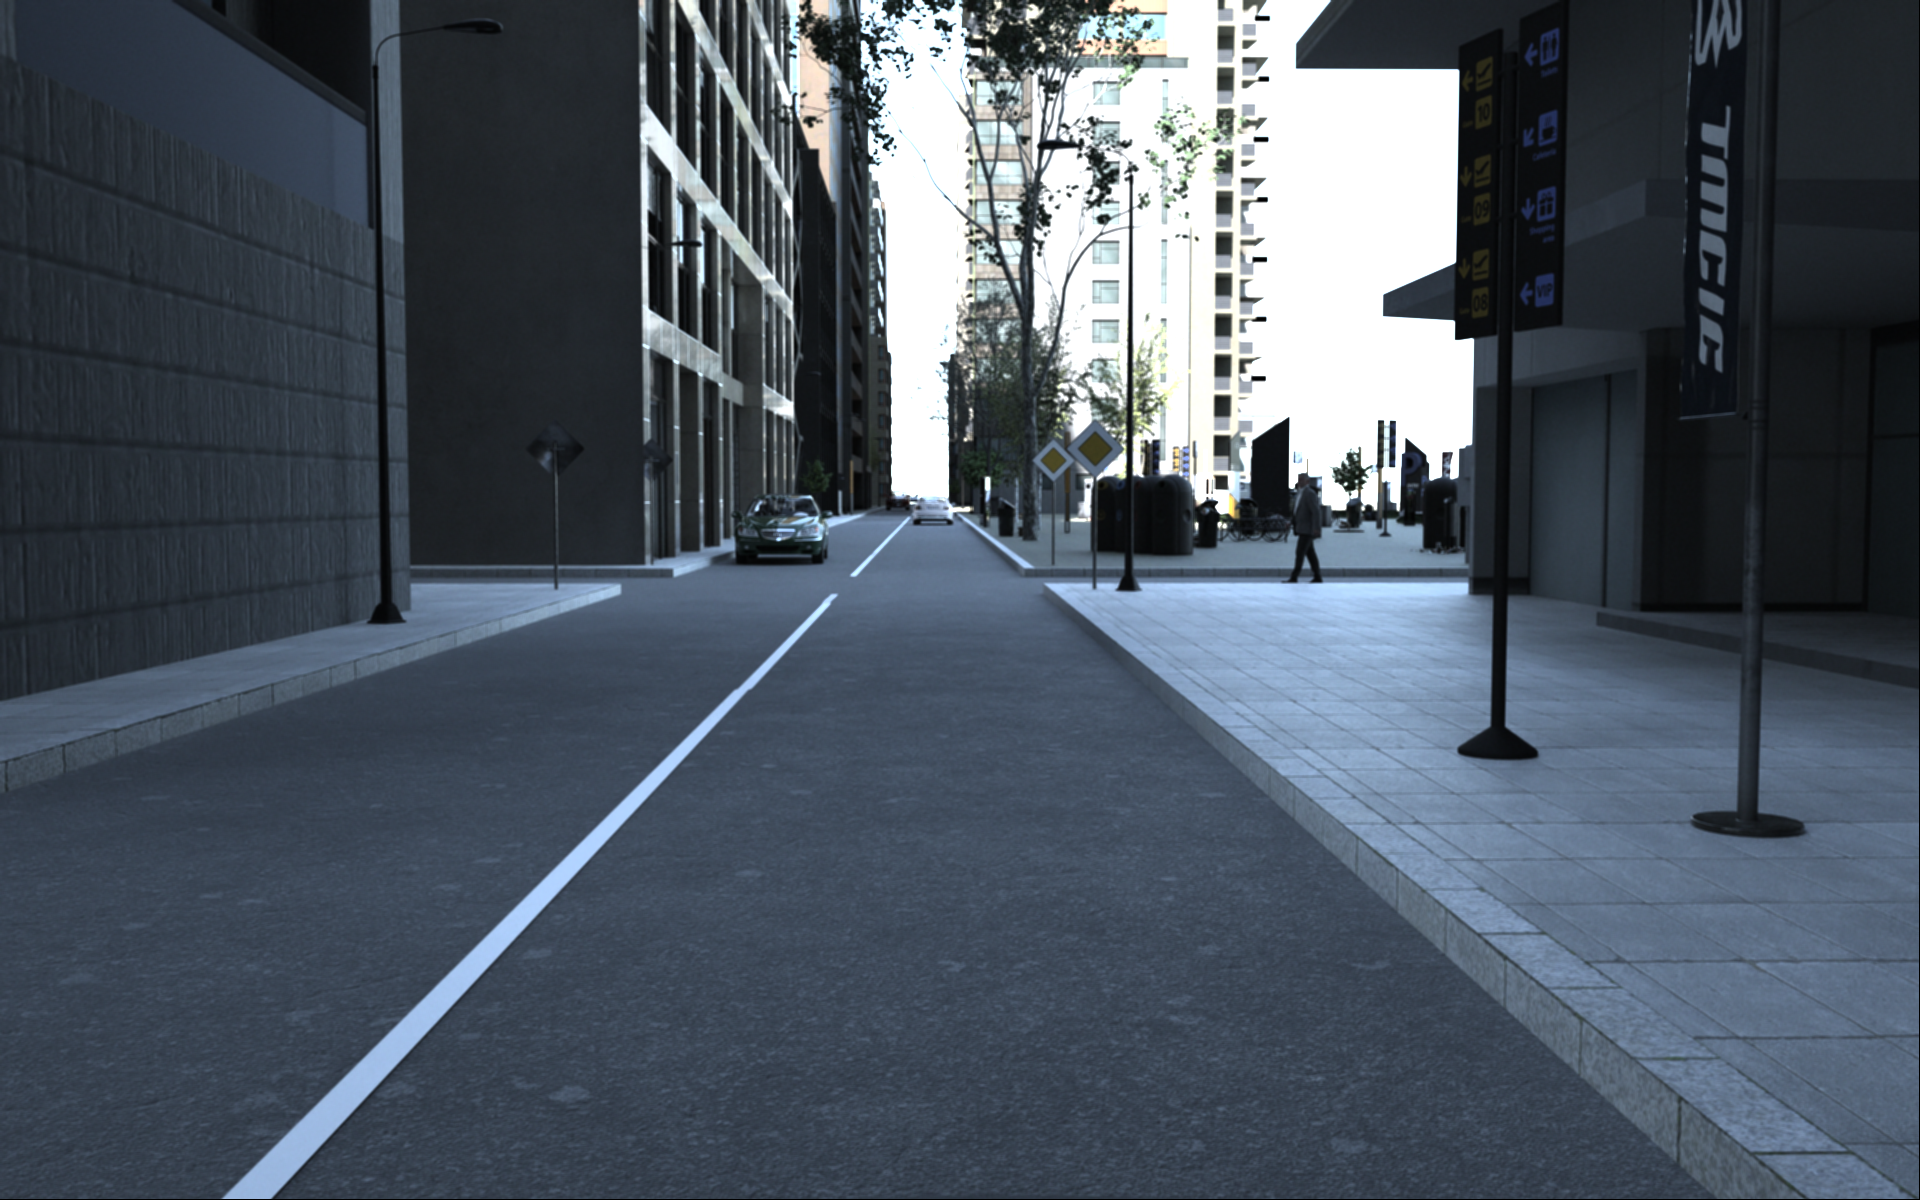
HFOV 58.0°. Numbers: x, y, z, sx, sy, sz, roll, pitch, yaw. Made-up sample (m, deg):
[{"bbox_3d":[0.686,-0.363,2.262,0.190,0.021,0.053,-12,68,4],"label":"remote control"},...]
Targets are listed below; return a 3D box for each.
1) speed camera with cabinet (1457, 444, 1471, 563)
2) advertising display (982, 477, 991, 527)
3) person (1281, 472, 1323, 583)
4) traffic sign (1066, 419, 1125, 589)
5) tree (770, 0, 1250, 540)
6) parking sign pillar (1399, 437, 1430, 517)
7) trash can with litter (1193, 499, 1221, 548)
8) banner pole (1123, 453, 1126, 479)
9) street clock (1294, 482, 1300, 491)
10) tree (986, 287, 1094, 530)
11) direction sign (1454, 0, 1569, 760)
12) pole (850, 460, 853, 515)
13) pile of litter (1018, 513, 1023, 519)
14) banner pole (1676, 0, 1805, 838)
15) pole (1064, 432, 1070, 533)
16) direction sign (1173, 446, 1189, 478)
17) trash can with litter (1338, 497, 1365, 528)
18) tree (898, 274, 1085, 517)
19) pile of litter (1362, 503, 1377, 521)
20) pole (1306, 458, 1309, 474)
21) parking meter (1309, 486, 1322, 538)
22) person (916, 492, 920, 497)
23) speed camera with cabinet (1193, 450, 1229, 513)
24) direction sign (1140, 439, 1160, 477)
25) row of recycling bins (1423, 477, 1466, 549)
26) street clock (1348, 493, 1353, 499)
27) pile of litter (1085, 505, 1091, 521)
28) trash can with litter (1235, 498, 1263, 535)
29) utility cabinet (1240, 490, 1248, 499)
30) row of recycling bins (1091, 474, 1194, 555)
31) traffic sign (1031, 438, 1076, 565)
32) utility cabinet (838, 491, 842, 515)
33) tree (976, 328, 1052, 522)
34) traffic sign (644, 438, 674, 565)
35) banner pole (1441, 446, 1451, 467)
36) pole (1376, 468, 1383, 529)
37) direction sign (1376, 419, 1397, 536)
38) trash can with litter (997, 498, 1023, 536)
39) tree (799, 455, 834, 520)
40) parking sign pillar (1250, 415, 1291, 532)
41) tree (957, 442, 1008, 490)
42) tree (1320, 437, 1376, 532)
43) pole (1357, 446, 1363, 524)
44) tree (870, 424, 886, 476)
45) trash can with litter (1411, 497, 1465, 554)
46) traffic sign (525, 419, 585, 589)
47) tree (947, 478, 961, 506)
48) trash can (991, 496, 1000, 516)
[{"bbox_3d":[10.145,-2.279,31.592,2.038,3.252,0.660,3,5,43],"label":"speed camera with cabinet"},{"bbox_3d":[1.023,-3.775,66.932,0.123,1.923,0.974,1,4,13],"label":"advertising display"},{"bbox_3d":[5.320,-1.110,27.042,0.834,1.777,0.661,-1,4,-22],"label":"person"},{"bbox_3d":[1.815,-1.205,23.338,0.795,2.450,0.064,0,4,-1],"label":"traffic sign"},{"bbox_3d":[1.186,-11.645,46.291,12.611,20.169,13.585,0,3,0],"label":"tree"},{"bbox_3d":[21.107,-5.636,80.614,1.447,3.967,1.447,-2,4,-34],"label":"parking sign pillar"},{"bbox_3d":[5.777,-1.851,41.651,0.624,1.170,1.055,-2,4,-30],"label":"trash can with litter"},{"bbox_3d":[9.198,-6.508,96.425,0.401,3.779,0.863,1,4,21],"label":"banner pole"},{"bbox_3d":[20.758,-6.237,106.548,0.358,2.002,0.471,3,5,43],"label":"street clock"},{"bbox_3d":[2.836,-6.847,62.315,4.360,8.622,3.978,0,3,0],"label":"tree"},{"bbox_3d":[2.651,-1.005,8.436,0.379,3.537,0.876,-1,4,-16],"label":"direction sign"},{"bbox_3d":[-6.572,-6.794,104.922,0.158,3.312,0.155,0,3,0],"label":"pole"},{"bbox_3d":[3.343,-4.605,89.255,1.719,0.858,1.176,-2,4,-34],"label":"pile of litter"},{"bbox_3d":[3.012,-1.025,6.771,0.401,3.779,0.863,0,4,-3],"label":"banner pole"},{"bbox_3d":[3.540,-3.870,57.114,0.158,3.312,0.155,0,3,0],"label":"pole"},{"bbox_3d":[10.462,-5.512,82.120,0.876,3.537,0.379,3,4,37],"label":"direction sign"},{"bbox_3d":[14.690,-3.282,65.044,0.624,1.170,1.055,3,5,45],"label":"trash can with litter"},{"bbox_3d":[1.710,-11.368,96.231,12.009,13.543,11.850,0,3,0],"label":"tree"},{"bbox_3d":[19.349,-4.201,82.650,1.719,0.858,1.176,0,4,0],"label":"pile of litter"},{"bbox_3d":[19.368,-6.283,96.577,0.158,3.312,0.155,0,3,0],"label":"pole"},{"bbox_3d":[10.431,-2.595,50.845,0.372,1.533,0.369,0,3,0],"label":"parking meter"},{"bbox_3d":[-6.500,-15.634,264.133,1.348,1.822,0.705,-2,4,-35],"label":"person"},{"bbox_3d":[11.498,-5.171,78.884,2.038,3.252,0.660,-3,5,-39],"label":"speed camera with cabinet"},{"bbox_3d":[7.891,-4.892,71.984,0.876,3.537,0.379,2,4,35],"label":"direction sign"},{"bbox_3d":[12.251,-2.129,41.918,1.069,1.692,3.534,3,4,38],"label":"row of recycling bins"},{"bbox_3d":[22.975,-5.958,101.982,0.358,2.002,0.471,3,5,42],"label":"street clock"},{"bbox_3d":[6.678,-4.234,83.198,1.176,0.858,1.719,-1,4,-17],"label":"pile of litter"},{"bbox_3d":[9.117,-2.624,54.289,0.624,1.170,1.055,3,4,39],"label":"trash can with litter"},{"bbox_3d":[15.729,-5.478,98.237,1.173,1.500,0.318,-1,4,-11],"label":"utility cabinet"},{"bbox_3d":[3.967,-1.877,37.810,1.069,1.692,3.534,-2,4,-24],"label":"row of recycling bins"},{"bbox_3d":[1.687,-1.693,31.322,0.795,2.450,0.064,0,4,-1],"label":"traffic sign"},{"bbox_3d":[-7.490,-5.880,104.819,0.318,1.500,1.173,-2,4,-26],"label":"utility cabinet"},{"bbox_3d":[2.774,-7.808,78.026,4.737,8.622,4.395,0,3,0],"label":"tree"},{"bbox_3d":[-5.557,-1.687,31.226,0.795,2.450,0.064,0,4,-1],"label":"traffic sign"},{"bbox_3d":[25.186,-6.096,89.692,0.401,3.779,0.863,-2,4,-28],"label":"banner pole"},{"bbox_3d":[15.579,-4.306,64.244,0.158,3.312,0.155,0,3,0],"label":"pole"},{"bbox_3d":[12.935,-3.705,52.567,0.876,3.537,0.379,-2,4,-35],"label":"direction sign"},{"bbox_3d":[1.650,-2.521,52.611,1.055,1.170,0.624,1,4,8],"label":"trash can with litter"},{"bbox_3d":[-6.935,-5.523,84.907,1.663,3.219,1.824,0,3,0],"label":"tree"},{"bbox_3d":[10.579,-4.320,59.102,1.447,3.967,1.447,0,4,3],"label":"parking sign pillar"},{"bbox_3d":[1.466,-7.713,109.824,4.285,4.588,4.351,0,3,0],"label":"tree"},{"bbox_3d":[13.284,-3.911,58.544,1.663,3.219,1.824,0,3,0],"label":"tree"},{"bbox_3d":[16.975,-4.874,73.533,0.158,3.312,0.155,0,3,0],"label":"pole"},{"bbox_3d":[-9.677,-14.189,182.344,4.737,8.622,4.395,0,3,0],"label":"tree"},{"bbox_3d":[10.605,-1.653,38.083,1.678,1.210,2.233,2,4,26],"label":"trash can with litter"},{"bbox_3d":[-5.428,-1.199,23.242,0.795,2.450,0.064,0,4,-1],"label":"traffic sign"},{"bbox_3d":[-0.358,-11.970,190.317,1.663,3.219,1.824,0,3,0],"label":"tree"},{"bbox_3d":[2.006,-5.595,103.124,0.748,1.137,0.748,0,3,0],"label":"trash can"}]
